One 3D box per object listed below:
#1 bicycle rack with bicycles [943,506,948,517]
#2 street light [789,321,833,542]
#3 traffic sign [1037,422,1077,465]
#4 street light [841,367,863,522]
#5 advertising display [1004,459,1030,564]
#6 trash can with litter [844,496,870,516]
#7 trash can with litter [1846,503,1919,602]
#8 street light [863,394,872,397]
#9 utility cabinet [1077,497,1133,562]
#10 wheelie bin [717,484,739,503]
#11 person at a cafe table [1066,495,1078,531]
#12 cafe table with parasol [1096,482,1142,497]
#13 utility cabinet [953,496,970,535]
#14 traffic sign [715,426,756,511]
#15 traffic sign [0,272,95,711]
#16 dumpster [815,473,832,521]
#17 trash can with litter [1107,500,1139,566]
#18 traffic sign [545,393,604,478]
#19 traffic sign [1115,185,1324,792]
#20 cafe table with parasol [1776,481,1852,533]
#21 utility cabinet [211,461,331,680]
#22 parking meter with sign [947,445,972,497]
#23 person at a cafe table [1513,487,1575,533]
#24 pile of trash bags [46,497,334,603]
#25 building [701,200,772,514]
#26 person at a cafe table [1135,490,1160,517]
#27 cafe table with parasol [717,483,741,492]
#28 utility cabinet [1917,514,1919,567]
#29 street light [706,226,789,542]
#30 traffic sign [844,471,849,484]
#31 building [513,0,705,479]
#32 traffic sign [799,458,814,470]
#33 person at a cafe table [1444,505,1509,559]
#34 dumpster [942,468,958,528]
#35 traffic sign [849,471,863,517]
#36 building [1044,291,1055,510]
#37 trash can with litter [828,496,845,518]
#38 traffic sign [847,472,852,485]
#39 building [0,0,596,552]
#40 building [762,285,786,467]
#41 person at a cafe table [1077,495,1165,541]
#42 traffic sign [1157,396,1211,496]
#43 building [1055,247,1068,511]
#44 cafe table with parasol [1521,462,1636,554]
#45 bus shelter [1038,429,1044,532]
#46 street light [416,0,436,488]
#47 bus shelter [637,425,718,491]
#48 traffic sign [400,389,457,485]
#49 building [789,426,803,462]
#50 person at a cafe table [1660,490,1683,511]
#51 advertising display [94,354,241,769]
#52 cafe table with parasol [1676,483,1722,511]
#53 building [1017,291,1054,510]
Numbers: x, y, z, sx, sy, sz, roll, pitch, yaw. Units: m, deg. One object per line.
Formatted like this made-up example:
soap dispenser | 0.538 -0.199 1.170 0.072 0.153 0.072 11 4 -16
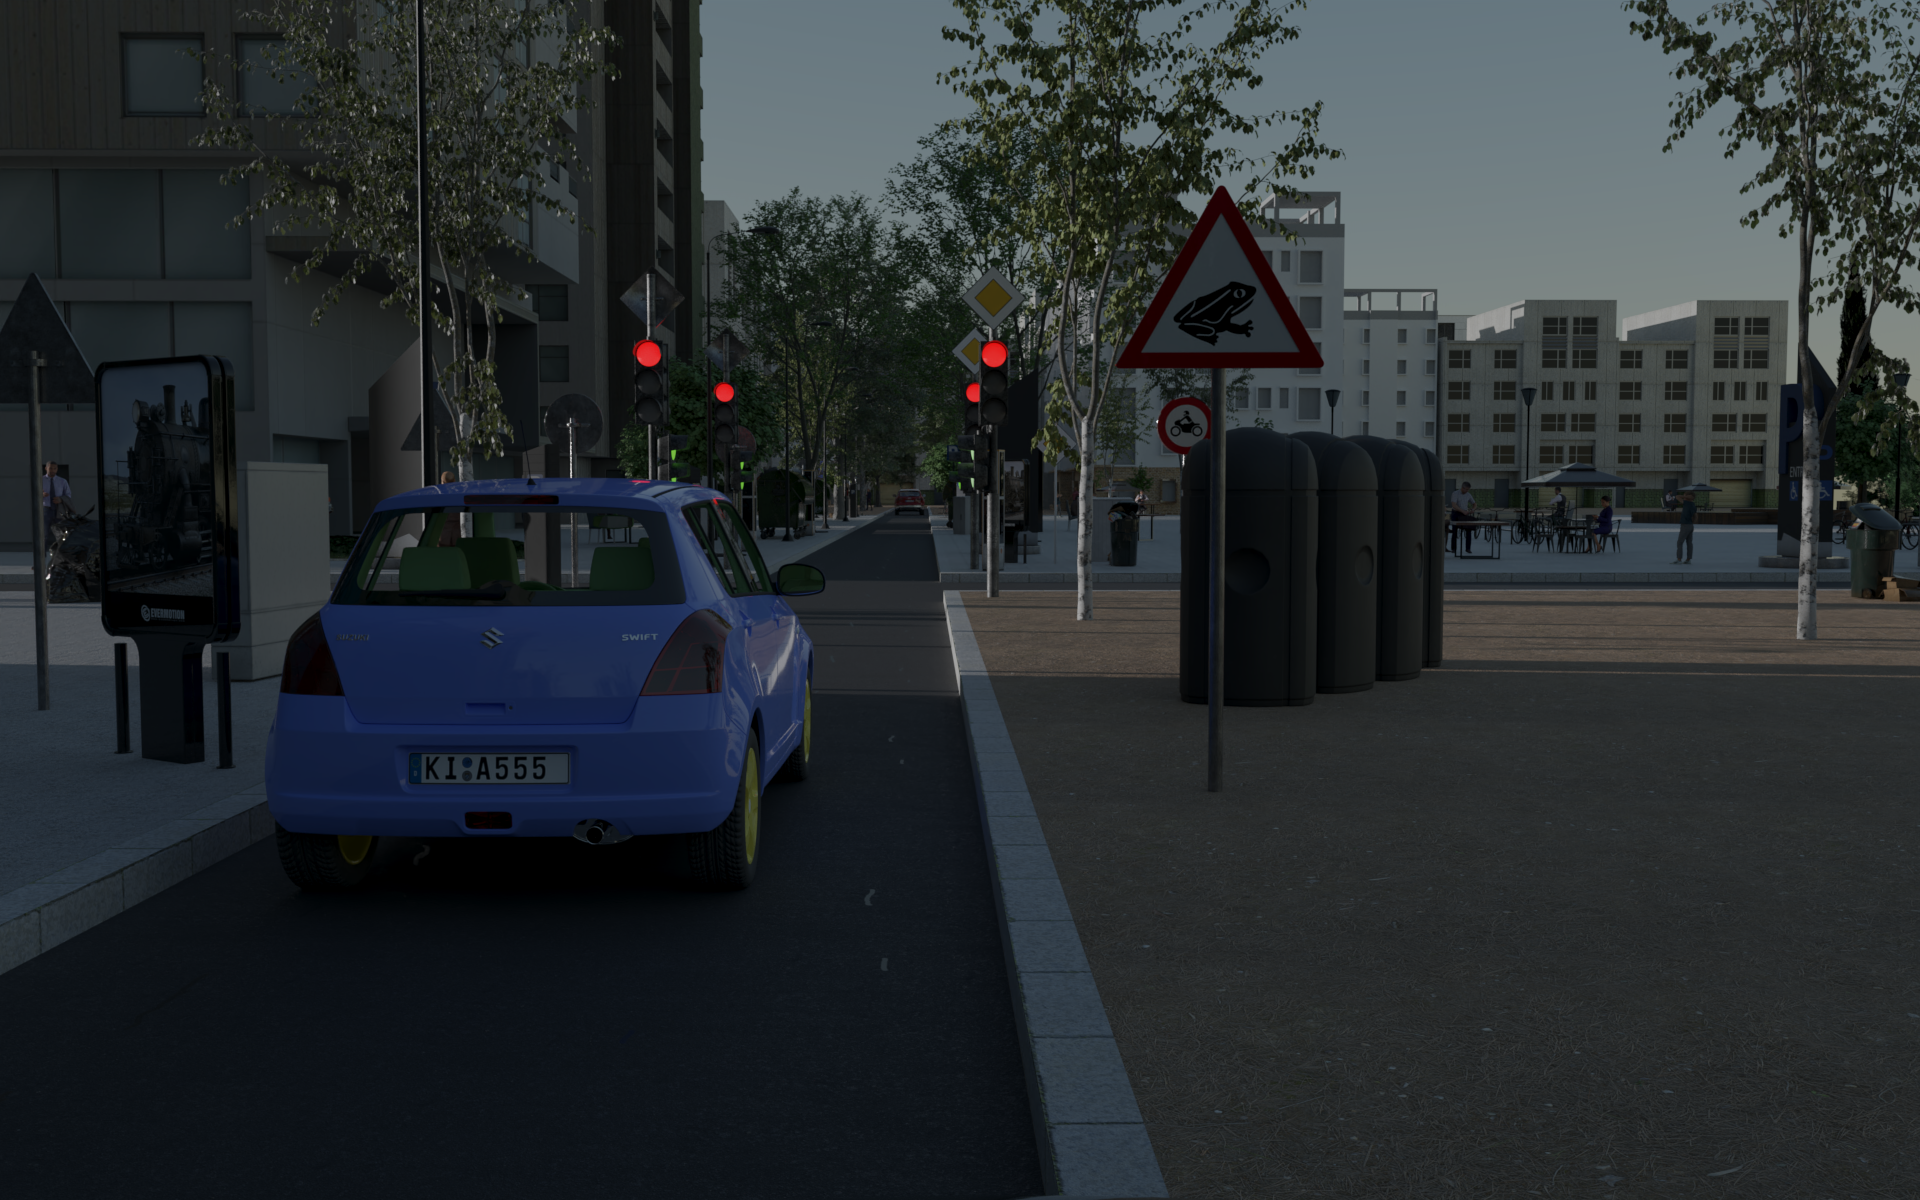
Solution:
bicycle rack with bicycles | 0.659 -5.180 98.071 2.852 0.926 2.925 -2 4 -25
street light | -4.124 -4.538 46.745 1.470 5.913 1.316 0 4 -1
traffic sign | 1.765 -1.954 31.688 0.795 2.593 0.064 0 4 6
street light | -4.407 -5.564 63.518 1.470 5.913 1.316 0 4 -1
advertising display | 0.920 -1.653 32.233 0.123 1.923 0.974 -3 5 -41
trash can with litter | -6.421 -5.581 102.303 2.233 1.210 1.678 -1 4 -10
trash can with litter | 11.309 -0.590 21.039 0.624 1.170 1.055 -1 4 -15
street light | -4.787 -6.614 80.680 1.470 5.913 1.316 0 4 -1
utility cabinet | 2.750 -1.324 32.811 1.020 1.237 0.306 0 4 -5
wheelie bin | -7.074 -2.696 51.987 0.980 1.594 0.693 3 4 37
person at a cafe table | 4.518 -2.993 59.792 1.726 1.238 1.698 0 4 -5
cafe table with parasol | 9.143 -5.800 99.697 2.610 1.966 2.610 2 4 27
utility cabinet | 0.088 -2.688 55.108 0.306 1.237 1.020 -1 4 -21
traffic sign | -4.160 -1.956 32.094 0.768 2.556 0.104 0 4 5
traffic sign | -5.442 -0.624 10.213 0.884 2.594 0.081 0 4 6
dumpster | -6.708 -4.747 80.109 1.502 2.255 1.985 0 4 -1
trash can with litter | 2.837 -1.199 30.990 0.624 1.170 1.055 -1 4 -9
traffic sign | -4.885 -1.334 21.912 0.768 2.556 0.104 0 4 7
traffic sign | 1.101 -0.453 7.405 0.884 2.594 0.081 0 4 -1
cafe table with parasol | 27.713 -3.141 56.223 2.610 1.966 2.610 0 4 3
utility cabinet | -4.903 -0.223 12.319 0.318 1.500 1.173 0 4 6
parking meter with sign | 0.255 -4.044 62.381 0.543 3.016 1.738 2 4 35
person at a cafe table | 19.318 -2.956 56.844 1.622 1.524 1.698 3 5 43
pile of trash bags | -9.531 -0.711 21.377 3.447 1.369 1.912 -1 4 -12
building | -22.845 -15.513 120.098 16.747 18.905 31.486 0 4 -1
person at a cafe table | 10.230 -5.416 97.068 1.698 1.524 1.622 0 4 -4
cafe table with parasol | -13.443 -5.667 97.520 2.610 1.966 2.610 -2 4 -24
utility cabinet | 16.883 -1.276 29.548 0.318 1.500 1.173 0 4 -8
street light | -3.829 -3.527 30.207 1.470 5.913 1.316 0 4 -1
traffic sign | -6.479 -5.972 97.371 0.795 2.593 0.064 0 4 7
building | -19.490 -18.757 78.386 14.160 30.474 14.107 0 4 -1
traffic sign | -5.747 -3.887 63.289 0.795 2.593 0.064 0 4 2
person at a cafe table | 9.964 -1.453 34.618 1.726 1.238 1.698 1 4 10
dumpster | 0.088 -3.861 65.615 1.502 2.255 1.985 0 4 -1
traffic sign | -5.707 -5.804 95.009 0.768 2.556 0.104 0 4 2
building | 14.763 -17.088 135.816 16.016 20.091 11.380 0 4 -1
trash can with litter | -6.579 -4.958 92.446 1.055 1.170 0.624 2 4 32
traffic sign | -6.398 -6.153 100.329 0.795 2.593 0.064 0 4 4
building | -26.567 -28.108 48.811 28.713 52.752 27.495 0 4 -1
building | -23.169 -18.193 153.868 16.016 20.091 11.380 0 4 -1
person at a cafe table | 4.484 -2.259 47.794 1.698 1.238 1.726 3 4 37
traffic sign | 2.949 -1.379 22.651 0.768 2.556 0.104 0 4 1
building | 15.451 -16.394 124.468 16.016 20.091 11.380 0 4 -1
cafe table with parasol | 13.383 -2.002 37.597 2.610 1.966 2.610 -2 4 -31
bus shelter | 1.973 -4.285 61.338 1.731 3.624 6.357 0 4 -1
street light | -3.450 -2.470 12.922 1.470 5.913 1.316 0 4 -1
bus shelter | -6.457 -2.974 42.542 2.014 3.302 5.546 0 4 -1
traffic sign | -6.466 -1.307 21.373 0.884 2.594 0.081 0 4 2
building | -29.385 -13.829 168.258 28.070 9.664 9.099 0 4 -1
person at a cafe table | 41.641 -5.642 100.765 1.622 1.524 1.698 2 4 29
advertising display | -3.796 -0.189 8.297 0.974 1.923 0.123 2 4 34
cafe table with parasol | 44.320 -6.056 103.886 2.610 1.966 2.610 -3 5 -40
building | 14.650 -17.807 157.602 16.747 18.905 31.486 0 4 -1
